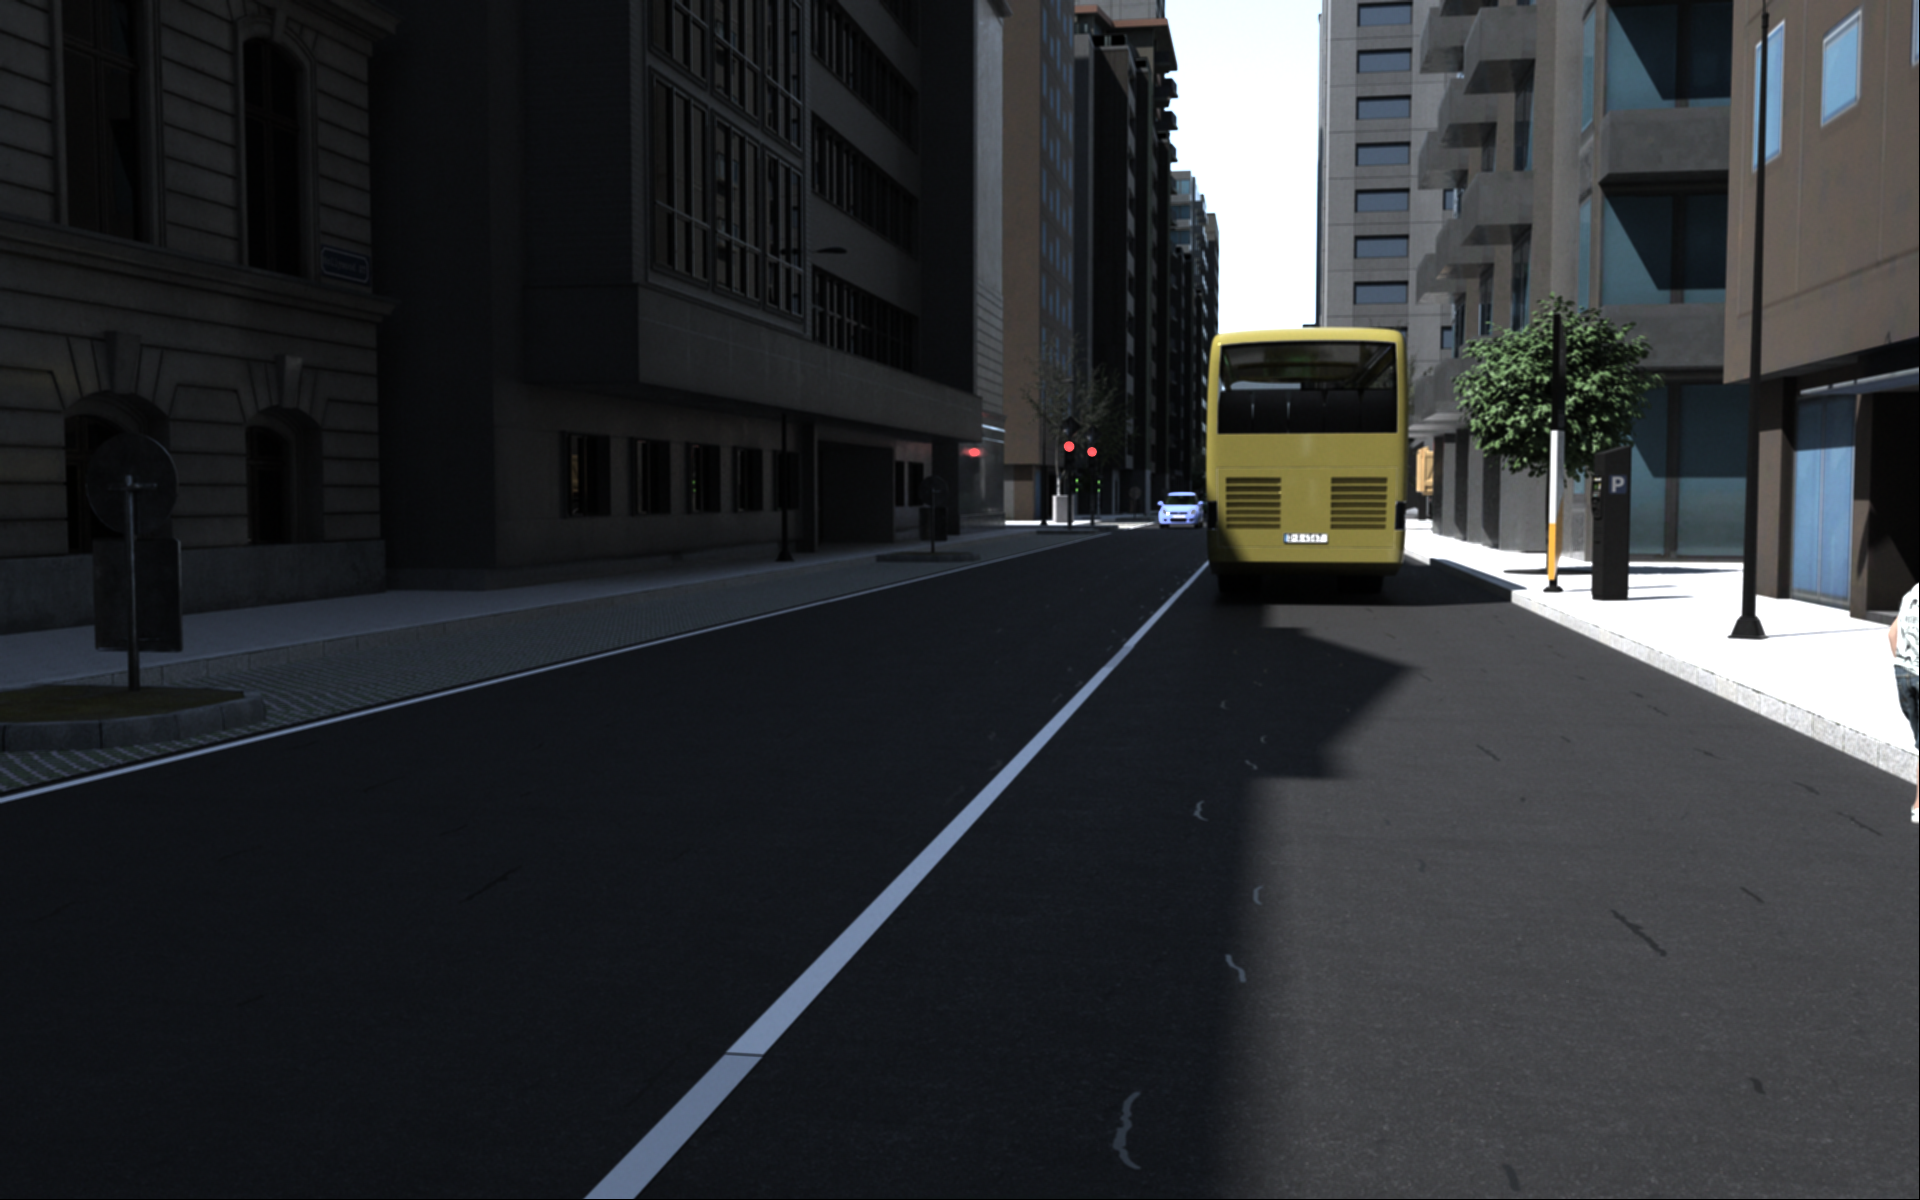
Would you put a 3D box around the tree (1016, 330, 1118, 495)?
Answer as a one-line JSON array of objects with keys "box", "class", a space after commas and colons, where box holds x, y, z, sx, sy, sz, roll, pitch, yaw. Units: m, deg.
[{"box": [4.700, -7.811, 78.066, 4.360, 8.622, 3.978, 0, 3, 0], "class": "tree"}]

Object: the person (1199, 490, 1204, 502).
[{"box": [24.356, -10.252, 175.745, 1.348, 1.869, 0.705, 1, 4, 13], "class": "person"}]

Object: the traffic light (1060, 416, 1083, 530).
[{"box": [3.967, -4.482, 62.205, 0.839, 4.253, 0.868, 1, 4, 10], "class": "traffic light"}]

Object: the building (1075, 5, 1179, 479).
[{"box": [8.546, -30.908, 159.973, 22.147, 44.769, 28.867, 1, 4, 10], "class": "building"}]

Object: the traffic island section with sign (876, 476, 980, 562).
[{"box": [-0.618, -1.742, 37.105, 1.989, 1.847, 2.006, 1, 4, 10], "class": "traffic island section with sign"}]

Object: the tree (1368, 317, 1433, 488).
[{"box": [17.953, -7.447, 72.124, 4.360, 8.622, 3.978, 0, 3, 0], "class": "tree"}]

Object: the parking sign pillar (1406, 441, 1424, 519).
[{"box": [22.955, -6.103, 88.253, 1.447, 3.967, 1.447, 1, 4, 22], "class": "parking sign pillar"}]

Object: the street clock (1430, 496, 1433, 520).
[{"box": [23.451, -4.978, 85.953, 0.358, 2.002, 0.471, 3, 5, 42], "class": "street clock"}]

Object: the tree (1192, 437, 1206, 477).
[{"box": [29.992, -16.357, 217.797, 4.360, 8.622, 3.978, 0, 3, 0], "class": "tree"}]

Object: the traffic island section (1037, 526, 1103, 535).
[{"box": [3.929, -2.451, 62.347, 2.009, 0.180, 2.903, 1, 4, 10], "class": "traffic island section"}]

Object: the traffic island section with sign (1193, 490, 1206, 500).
[{"box": [23.017, -9.757, 168.147, 1.989, 1.847, 2.006, 1, 4, 10], "class": "traffic island section with sign"}]

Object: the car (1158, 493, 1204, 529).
[{"box": [9.378, -3.896, 73.295, 1.945, 1.707, 3.694, 1, 4, 11], "class": "car"}]

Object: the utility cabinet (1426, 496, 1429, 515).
[{"box": [24.157, -5.023, 90.812, 0.318, 1.500, 1.173, 3, 5, 43], "class": "utility cabinet"}]

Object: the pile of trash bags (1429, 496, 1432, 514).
[{"box": [28.082, -5.877, 105.835, 3.447, 1.369, 1.912, 2, 4, 32], "class": "pile of trash bags"}]

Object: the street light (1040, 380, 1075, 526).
[{"box": [3.962, -5.996, 70.570, 1.470, 5.913, 1.316, 1, 4, 10], "class": "street light"}]

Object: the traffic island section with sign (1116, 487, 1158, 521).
[{"box": [9.410, -5.144, 92.726, 1.989, 1.847, 2.006, 1, 4, 10], "class": "traffic island section with sign"}]

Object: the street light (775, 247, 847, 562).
[{"box": [-2.810, -3.684, 32.767, 1.470, 5.913, 1.316, 1, 4, 10], "class": "street light"}]

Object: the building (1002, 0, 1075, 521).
[{"box": [-1.805, -26.837, 88.891, 14.600, 45.320, 14.200, 1, 4, 10], "class": "building"}]

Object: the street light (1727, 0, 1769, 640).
[{"box": [6.488, -2.618, 15.349, 1.470, 5.913, 1.316, 1, 4, 10], "class": "street light"}]

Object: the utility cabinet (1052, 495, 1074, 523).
[{"box": [4.593, -4.026, 76.990, 1.020, 1.237, 0.306, -3, 4, -36], "class": "utility cabinet"}]

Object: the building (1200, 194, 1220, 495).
[{"box": [31.126, -40.311, 282.789, 21.300, 48.544, 21.600, 1, 4, 10], "class": "building"}]

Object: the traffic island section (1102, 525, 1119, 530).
[{"box": [5.346, -2.931, 70.206, 2.009, 0.180, 2.903, 1, 4, 10], "class": "traffic island section"}]

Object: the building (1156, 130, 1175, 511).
[{"box": [8.701, -22.090, 132.880, 14.160, 30.474, 14.107, 1, 4, 10], "class": "building"}]

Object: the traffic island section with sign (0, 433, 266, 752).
[{"box": [-5.412, -0.116, 10.533, 1.989, 1.847, 2.006, 1, 4, 10], "class": "traffic island section with sign"}]

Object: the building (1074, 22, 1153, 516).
[{"box": [4.752, -20.730, 110.634, 14.160, 30.474, 14.107, 1, 4, 10], "class": "building"}]

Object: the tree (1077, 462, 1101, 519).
[{"box": [6.947, -5.870, 90.568, 1.663, 3.219, 1.824, 0, 3, 0], "class": "tree"}]

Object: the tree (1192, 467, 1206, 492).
[{"box": [28.438, -13.852, 210.197, 4.285, 4.588, 4.351, 0, 3, 0], "class": "tree"}]

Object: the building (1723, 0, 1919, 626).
[{"box": [15.408, -22.195, 12.999, 14.600, 45.320, 14.200, 1, 4, 10], "class": "building"}]

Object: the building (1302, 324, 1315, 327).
[{"box": [64.281, -31.754, 290.874, 14.160, 30.474, 14.107, 1, 4, 10], "class": "building"}]

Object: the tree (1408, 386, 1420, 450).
[{"box": [24.565, -10.419, 104.759, 7.601, 10.594, 8.767, 2, 4, 35], "class": "tree"}]

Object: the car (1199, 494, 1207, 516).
[{"box": [16.235, -6.233, 110.712, 1.959, 1.807, 4.718, 1, 4, 10], "class": "car"}]

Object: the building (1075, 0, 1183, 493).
[{"box": [13.331, -45.583, 183.529, 20.563, 71.187, 20.611, 1, 4, 10], "class": "building"}]

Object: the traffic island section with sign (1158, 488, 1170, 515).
[{"box": [14.195, -6.766, 119.255, 1.989, 1.847, 2.006, 1, 4, 10], "class": "traffic island section with sign"}]

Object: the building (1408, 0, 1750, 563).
[{"box": [23.469, -25.846, 42.195, 23.786, 49.044, 30.456, 1, 4, 10], "class": "building"}]

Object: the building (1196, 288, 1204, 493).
[{"box": [25.599, -28.340, 235.057, 14.160, 30.474, 14.107, 1, 4, 10], "class": "building"}]

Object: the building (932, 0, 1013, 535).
[{"box": [-7.956, -12.867, 59.533, 18.267, 20.994, 9.793, 1, 4, 10], "class": "building"}]

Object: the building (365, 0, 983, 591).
[{"box": [-8.876, -13.374, 37.724, 14.314, 24.678, 30.058, 1, 4, 10], "class": "building"}]

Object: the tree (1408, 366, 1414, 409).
[{"box": [18.547, -7.815, 78.130, 4.737, 8.622, 4.395, 0, 3, 0], "class": "tree"}]

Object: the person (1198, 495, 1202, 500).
[{"box": [23.727, -10.049, 173.360, 0.990, 1.755, 0.434, 0, 4, 0], "class": "person"}]

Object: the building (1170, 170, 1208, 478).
[{"box": [25.135, -38.995, 257.171, 23.786, 49.044, 30.456, 1, 4, 10], "class": "building"}]

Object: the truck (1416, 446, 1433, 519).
[{"box": [21.663, -4.093, 62.840, 9.791, 3.379, 3.469, 1, 4, 12], "class": "truck"}]

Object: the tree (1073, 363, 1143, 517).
[{"box": [8.050, -9.069, 98.636, 4.737, 8.622, 4.395, 0, 3, 0], "class": "tree"}]

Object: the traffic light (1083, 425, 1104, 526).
[{"box": [5.384, -4.963, 70.064, 0.839, 4.253, 0.868, 1, 4, 10], "class": "traffic light"}]

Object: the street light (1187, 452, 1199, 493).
[{"box": [25.445, -13.279, 189.649, 1.470, 5.913, 1.316, 1, 4, 10], "class": "street light"}]

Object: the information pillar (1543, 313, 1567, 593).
[{"box": [7.821, -1.916, 22.678, 0.183, 3.616, 0.504, 2, 4, 30], "class": "information pillar"}]

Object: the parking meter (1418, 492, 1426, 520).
[{"box": [22.681, -4.852, 85.034, 0.399, 1.863, 0.255, 0, 4, 6], "class": "parking meter"}]

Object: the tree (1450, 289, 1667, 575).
[{"box": [9.654, -2.709, 28.009, 4.285, 4.588, 4.351, 0, 3, 0], "class": "tree"}]

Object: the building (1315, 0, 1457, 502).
[{"box": [51.756, -40.227, 199.705, 21.231, 58.520, 28.212, 1, 4, 10], "class": "building"}]

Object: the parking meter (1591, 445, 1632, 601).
[{"box": [7.839, -0.927, 20.875, 0.399, 1.863, 0.255, 0, 4, -8], "class": "parking meter"}]

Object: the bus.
[{"box": [5.452, -2.228, 27.981, 2.896, 3.916, 12.252, 1, 4, 10], "class": "bus"}]

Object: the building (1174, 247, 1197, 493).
[{"box": [19.660, -26.272, 201.246, 14.160, 30.474, 14.107, 1, 4, 10], "class": "building"}]

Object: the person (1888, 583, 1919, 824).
[{"box": [4.254, 0.343, 7.572, 0.352, 1.250, 0.332, 2, 4, 26], "class": "person"}]

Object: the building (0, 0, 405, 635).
[{"box": [-15.543, -11.437, 6.072, 14.460, 24.649, 34.723, 1, 4, 10], "class": "building"}]

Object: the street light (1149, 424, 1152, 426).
[{"box": [12.001, -8.713, 114.993, 1.470, 5.913, 1.316, 1, 4, 10], "class": "street light"}]
